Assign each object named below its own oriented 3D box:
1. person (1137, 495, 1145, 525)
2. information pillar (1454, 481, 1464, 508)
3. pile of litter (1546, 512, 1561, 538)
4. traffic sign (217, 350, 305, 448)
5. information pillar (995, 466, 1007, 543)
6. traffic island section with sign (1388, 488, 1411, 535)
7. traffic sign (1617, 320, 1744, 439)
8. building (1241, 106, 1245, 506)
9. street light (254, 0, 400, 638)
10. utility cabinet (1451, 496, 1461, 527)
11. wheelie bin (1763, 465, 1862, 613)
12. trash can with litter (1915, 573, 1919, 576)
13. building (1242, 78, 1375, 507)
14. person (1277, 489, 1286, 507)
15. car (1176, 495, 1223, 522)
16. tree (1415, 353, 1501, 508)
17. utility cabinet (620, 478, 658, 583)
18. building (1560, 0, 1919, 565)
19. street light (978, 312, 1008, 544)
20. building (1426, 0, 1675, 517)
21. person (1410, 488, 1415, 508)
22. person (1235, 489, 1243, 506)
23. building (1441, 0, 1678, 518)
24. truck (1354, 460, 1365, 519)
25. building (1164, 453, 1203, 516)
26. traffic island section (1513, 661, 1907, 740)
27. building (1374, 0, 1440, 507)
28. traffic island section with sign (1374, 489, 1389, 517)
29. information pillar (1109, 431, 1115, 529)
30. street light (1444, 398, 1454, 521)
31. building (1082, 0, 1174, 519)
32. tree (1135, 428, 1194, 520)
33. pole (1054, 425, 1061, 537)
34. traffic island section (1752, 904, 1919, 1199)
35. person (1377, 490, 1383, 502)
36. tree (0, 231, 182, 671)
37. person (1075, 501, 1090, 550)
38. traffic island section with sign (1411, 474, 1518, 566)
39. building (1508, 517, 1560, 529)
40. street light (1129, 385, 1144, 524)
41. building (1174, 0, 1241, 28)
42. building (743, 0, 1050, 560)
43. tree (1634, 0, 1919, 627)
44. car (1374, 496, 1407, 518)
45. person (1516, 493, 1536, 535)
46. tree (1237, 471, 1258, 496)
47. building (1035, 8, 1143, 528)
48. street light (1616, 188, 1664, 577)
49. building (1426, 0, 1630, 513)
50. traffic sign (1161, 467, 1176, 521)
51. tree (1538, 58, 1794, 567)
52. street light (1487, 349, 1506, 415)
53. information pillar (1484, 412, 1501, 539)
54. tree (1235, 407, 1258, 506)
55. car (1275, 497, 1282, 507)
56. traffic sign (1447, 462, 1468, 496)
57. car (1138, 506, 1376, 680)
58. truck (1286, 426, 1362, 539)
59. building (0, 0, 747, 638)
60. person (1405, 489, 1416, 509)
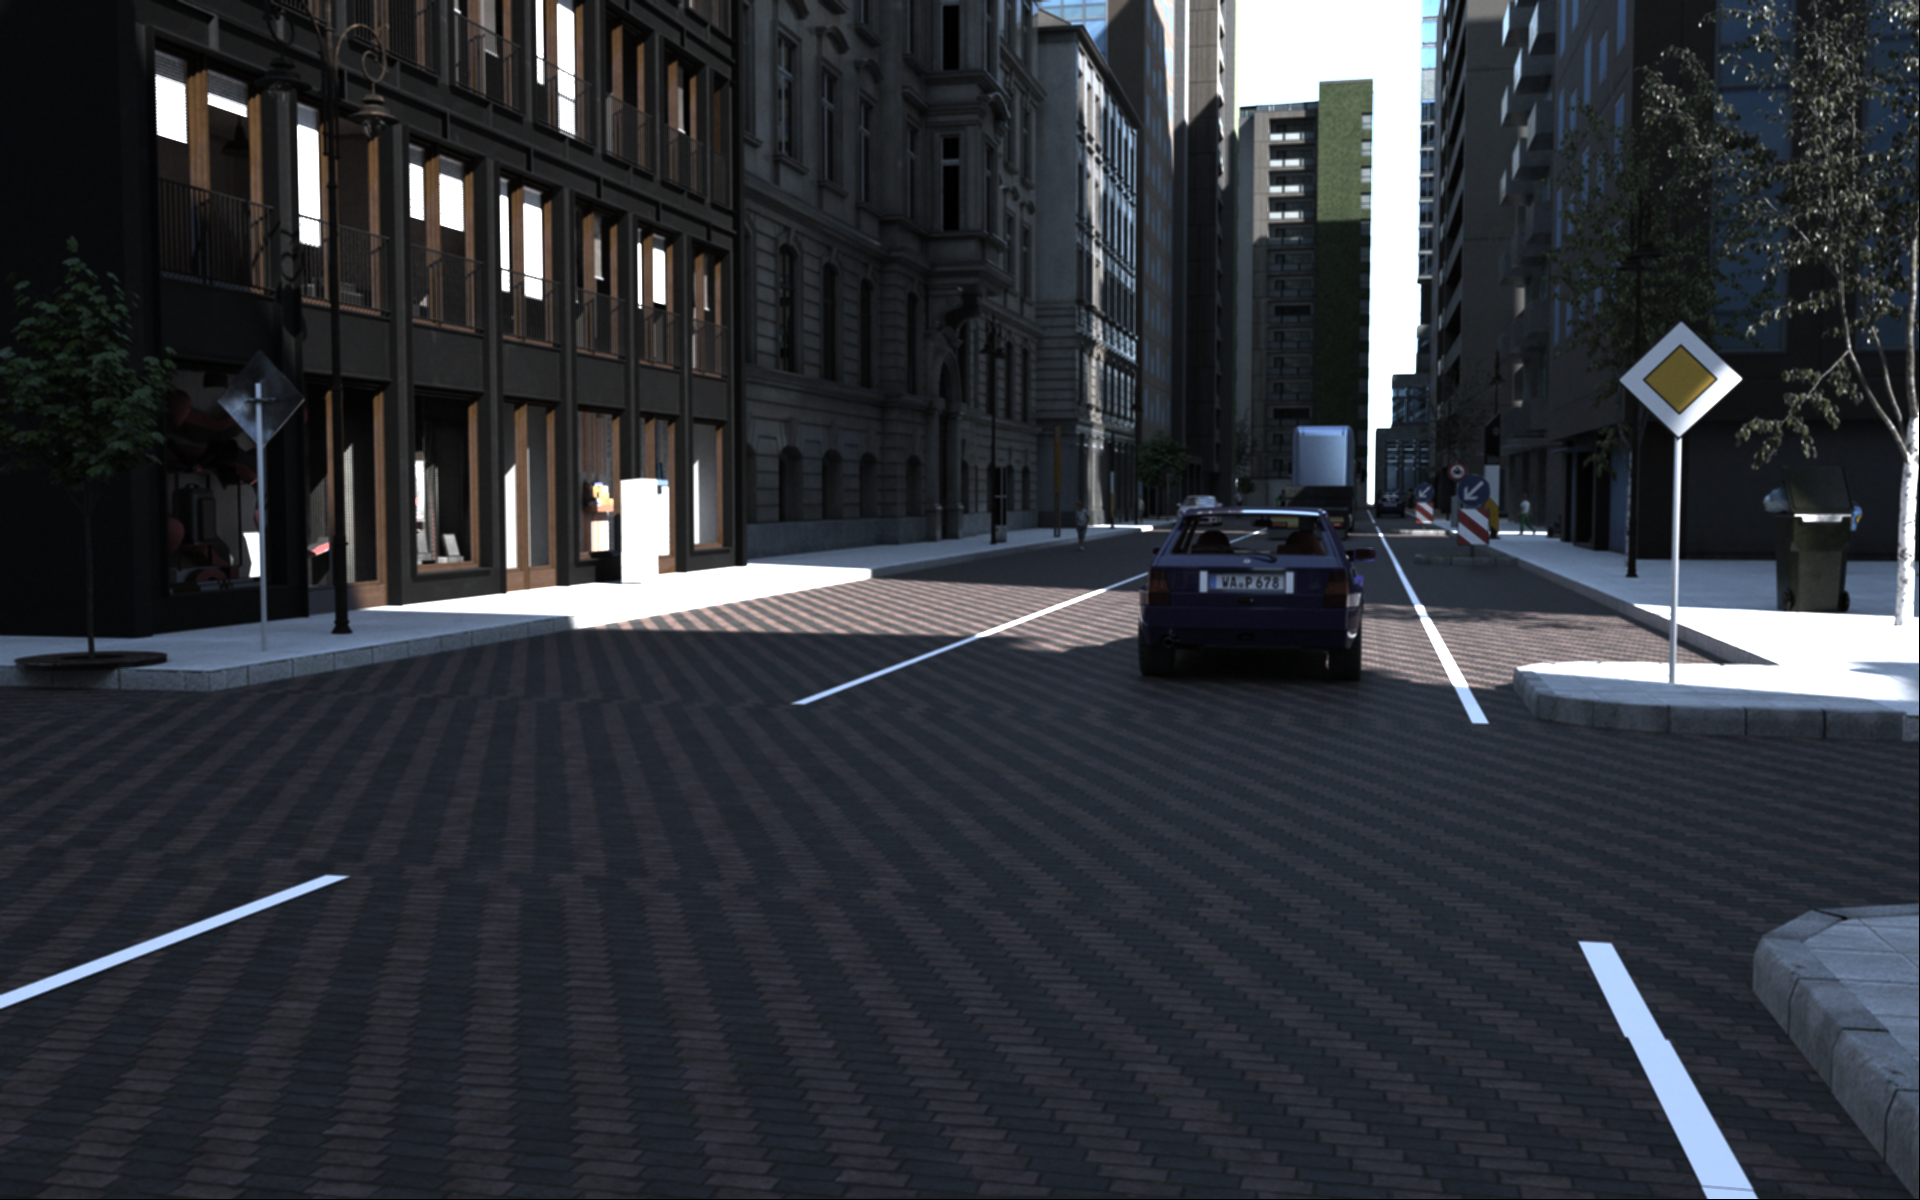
[{"bbox_3d":[7.496,-3.738,71.837,0.352,1.250,0.332,2,4,31],"label":"person"},{"bbox_3d":[20.468,-4.071,71.055,0.304,2.012,0.304,0,4,-3],"label":"information pillar"},{"bbox_3d":[17.963,-2.251,50.761,1.719,0.858,1.176,0,4,0],"label":"pile of litter"},{"bbox_3d":[-5.677,-0.727,14.076,0.795,2.593,0.064,1,4,13],"label":"traffic sign"},{"bbox_3d":[1.043,-2.534,45.922,0.304,2.012,0.304,2,4,26],"label":"information pillar"},{"bbox_3d":[16.466,-3.262,61.954,1.989,1.847,2.006,1,4,13],"label":"traffic island section with sign"},{"bbox_3d":[4.838,-0.578,11.640,0.795,2.593,0.064,1,4,13],"label":"traffic sign"},{"bbox_3d":[17.612,-28.870,155.623,14.086,41.232,14.154,1,4,13],"label":"building"},{"bbox_3d":[-5.694,-2.629,15.779,0.468,5.910,1.993,1,4,13],"label":"street light"},{"bbox_3d":[19.204,-3.420,67.080,0.306,1.237,1.020,1,4,21],"label":"utility cabinet"},{"bbox_3d":[9.293,-0.677,18.969,0.980,1.594,0.693,0,4,8],"label":"wheelie bin"},{"bbox_3d":[15.831,-0.987,27.193,2.233,1.210,1.678,-1,4,-18],"label":"trash can with litter"},{"bbox_3d":[34.481,-30.076,175.338,14.086,41.232,14.154,1,4,13],"label":"building"},{"bbox_3d":[21.118,-6.334,112.847,1.217,1.735,0.721,-2,4,-25],"label":"person"},{"bbox_3d":[10.897,-4.048,78.544,2.083,1.381,4.827,1,4,12],"label":"car"},{"bbox_3d":[25.934,-8.530,89.834,4.360,8.622,3.978,0,3,0],"label":"tree"},{"bbox_3d":[-4.642,-1.000,25.034,0.318,1.500,1.173,0,4,1],"label":"utility cabinet"},{"bbox_3d":[21.217,-23.709,37.758,14.600,45.320,14.200,1,4,13],"label":"building"},{"bbox_3d":[0.853,-4.364,44.147,0.468,5.910,1.993,1,4,13],"label":"street light"},{"bbox_3d":[46.732,-30.937,125.426,23.786,49.044,30.456,1,4,13],"label":"building"},{"bbox_3d":[40.478,-9.109,155.112,0.705,1.807,1.348,2,4,31],"label":"person"},{"bbox_3d":[16.774,-5.769,103.760,0.756,1.711,0.436,-3,4,-37],"label":"person"},{"bbox_3d":[39.784,-29.155,100.379,21.300,48.544,21.600,1,4,13],"label":"building"},{"bbox_3d":[21.047,-6.243,97.997,3.469,3.379,9.791,1,4,14],"label":"truck"},{"bbox_3d":[5.376,-41.250,112.686,20.563,71.187,20.611,1,4,13],"label":"building"},{"bbox_3d":[4.862,0.646,11.717,2.009,0.180,2.903,1,4,13],"label":"traffic island section"},{"bbox_3d":[57.901,-52.613,172.897,31.000,86.520,22.319,1,4,13],"label":"building"},{"bbox_3d":[27.742,-6.254,110.877,1.989,1.847,2.006,1,4,13],"label":"traffic island section with sign"},{"bbox_3d":[5.662,-4.464,64.345,0.183,3.616,0.504,1,4,10],"label":"information pillar"},{"bbox_3d":[23.605,-6.780,83.642,0.468,5.910,1.993,1,4,13],"label":"street light"},{"bbox_3d":[4.172,-27.267,95.925,14.600,45.320,14.200,1,4,13],"label":"building"},{"bbox_3d":[9.974,-6.272,86.260,4.285,4.588,4.351,0,3,0],"label":"tree"},{"bbox_3d":[2.892,-3.521,51.417,0.158,3.312,0.155,0,3,0],"label":"pole"},{"bbox_3d":[3.069,1.122,3.935,2.009,0.180,2.903,1,4,13],"label":"traffic island section"},{"bbox_3d":[31.249,-7.310,128.460,0.683,1.767,0.568,-3,5,-40],"label":"person"},{"bbox_3d":[-6.673,-1.120,12.916,1.663,3.219,1.824,0,3,0],"label":"tree"},{"bbox_3d":[3.126,-1.906,44.342,0.352,1.250,0.332,-2,4,-35],"label":"person"},{"bbox_3d":[10.412,-1.655,35.685,1.989,1.847,2.006,1,4,13],"label":"traffic island section with sign"},{"bbox_3d":[32.984,-27.302,66.004,23.786,49.044,30.456,1,4,13],"label":"building"},{"bbox_3d":[7.457,-6.136,73.119,0.468,5.910,1.993,1,4,13],"label":"street light"},{"bbox_3d":[13.269,-27.282,129.652,14.154,41.232,14.086,1,4,13],"label":"building"},{"bbox_3d":[-5.910,-14.036,48.572,14.460,24.649,34.723,1,4,13],"label":"building"},{"bbox_3d":[9.112,-4.063,16.796,4.360,8.622,3.978,0,3,0],"label":"tree"},{"bbox_3d":[26.351,-5.716,106.038,1.945,1.354,3.894,1,4,14],"label":"car"},{"bbox_3d":[17.752,-2.691,54.296,0.590,1.304,0.306,3,5,41],"label":"person"},{"bbox_3d":[27.006,-10.304,163.065,1.663,3.219,1.824,0,3,0],"label":"tree"},{"bbox_3d":[1.814,-13.757,74.086,9.793,20.994,18.267,1,4,13],"label":"building"},{"bbox_3d":[10.371,-3.289,26.561,0.468,5.910,1.993,1,4,13],"label":"street light"},{"bbox_3d":[47.832,-30.462,148.156,14.600,45.320,14.200,1,4,13],"label":"building"},{"bbox_3d":[9.816,-4.992,81.725,0.768,2.556,0.104,1,4,22],"label":"traffic sign"},{"bbox_3d":[12.032,-4.896,30.418,4.737,8.622,4.395,0,3,0],"label":"tree"},{"bbox_3d":[17.079,-5.042,55.220,0.468,5.910,1.993,1,4,13],"label":"street light"},{"bbox_3d":[15.170,-3.548,49.363,0.504,3.616,0.183,-1,4,-21],"label":"information pillar"},{"bbox_3d":[22.086,-11.502,138.427,4.360,8.622,3.978,0,3,0],"label":"tree"},{"bbox_3d":[26.619,-8.068,140.702,1.959,1.807,4.718,1,4,12],"label":"car"},{"bbox_3d":[19.764,-4.205,68.855,0.768,2.556,0.104,1,4,18],"label":"traffic sign"},{"bbox_3d":[2.558,-0.136,14.798,1.945,1.354,3.894,1,4,13],"label":"car"},{"bbox_3d":[12.971,-4.469,62.823,2.967,4.110,18.799,1,4,14],"label":"truck"},{"bbox_3d":[-11.546,-11.869,23.736,12.332,23.373,15.834,1,4,13],"label":"building"},{"bbox_3d":[38.912,-8.731,149.508,1.217,1.736,0.721,3,5,44],"label":"person"}]
